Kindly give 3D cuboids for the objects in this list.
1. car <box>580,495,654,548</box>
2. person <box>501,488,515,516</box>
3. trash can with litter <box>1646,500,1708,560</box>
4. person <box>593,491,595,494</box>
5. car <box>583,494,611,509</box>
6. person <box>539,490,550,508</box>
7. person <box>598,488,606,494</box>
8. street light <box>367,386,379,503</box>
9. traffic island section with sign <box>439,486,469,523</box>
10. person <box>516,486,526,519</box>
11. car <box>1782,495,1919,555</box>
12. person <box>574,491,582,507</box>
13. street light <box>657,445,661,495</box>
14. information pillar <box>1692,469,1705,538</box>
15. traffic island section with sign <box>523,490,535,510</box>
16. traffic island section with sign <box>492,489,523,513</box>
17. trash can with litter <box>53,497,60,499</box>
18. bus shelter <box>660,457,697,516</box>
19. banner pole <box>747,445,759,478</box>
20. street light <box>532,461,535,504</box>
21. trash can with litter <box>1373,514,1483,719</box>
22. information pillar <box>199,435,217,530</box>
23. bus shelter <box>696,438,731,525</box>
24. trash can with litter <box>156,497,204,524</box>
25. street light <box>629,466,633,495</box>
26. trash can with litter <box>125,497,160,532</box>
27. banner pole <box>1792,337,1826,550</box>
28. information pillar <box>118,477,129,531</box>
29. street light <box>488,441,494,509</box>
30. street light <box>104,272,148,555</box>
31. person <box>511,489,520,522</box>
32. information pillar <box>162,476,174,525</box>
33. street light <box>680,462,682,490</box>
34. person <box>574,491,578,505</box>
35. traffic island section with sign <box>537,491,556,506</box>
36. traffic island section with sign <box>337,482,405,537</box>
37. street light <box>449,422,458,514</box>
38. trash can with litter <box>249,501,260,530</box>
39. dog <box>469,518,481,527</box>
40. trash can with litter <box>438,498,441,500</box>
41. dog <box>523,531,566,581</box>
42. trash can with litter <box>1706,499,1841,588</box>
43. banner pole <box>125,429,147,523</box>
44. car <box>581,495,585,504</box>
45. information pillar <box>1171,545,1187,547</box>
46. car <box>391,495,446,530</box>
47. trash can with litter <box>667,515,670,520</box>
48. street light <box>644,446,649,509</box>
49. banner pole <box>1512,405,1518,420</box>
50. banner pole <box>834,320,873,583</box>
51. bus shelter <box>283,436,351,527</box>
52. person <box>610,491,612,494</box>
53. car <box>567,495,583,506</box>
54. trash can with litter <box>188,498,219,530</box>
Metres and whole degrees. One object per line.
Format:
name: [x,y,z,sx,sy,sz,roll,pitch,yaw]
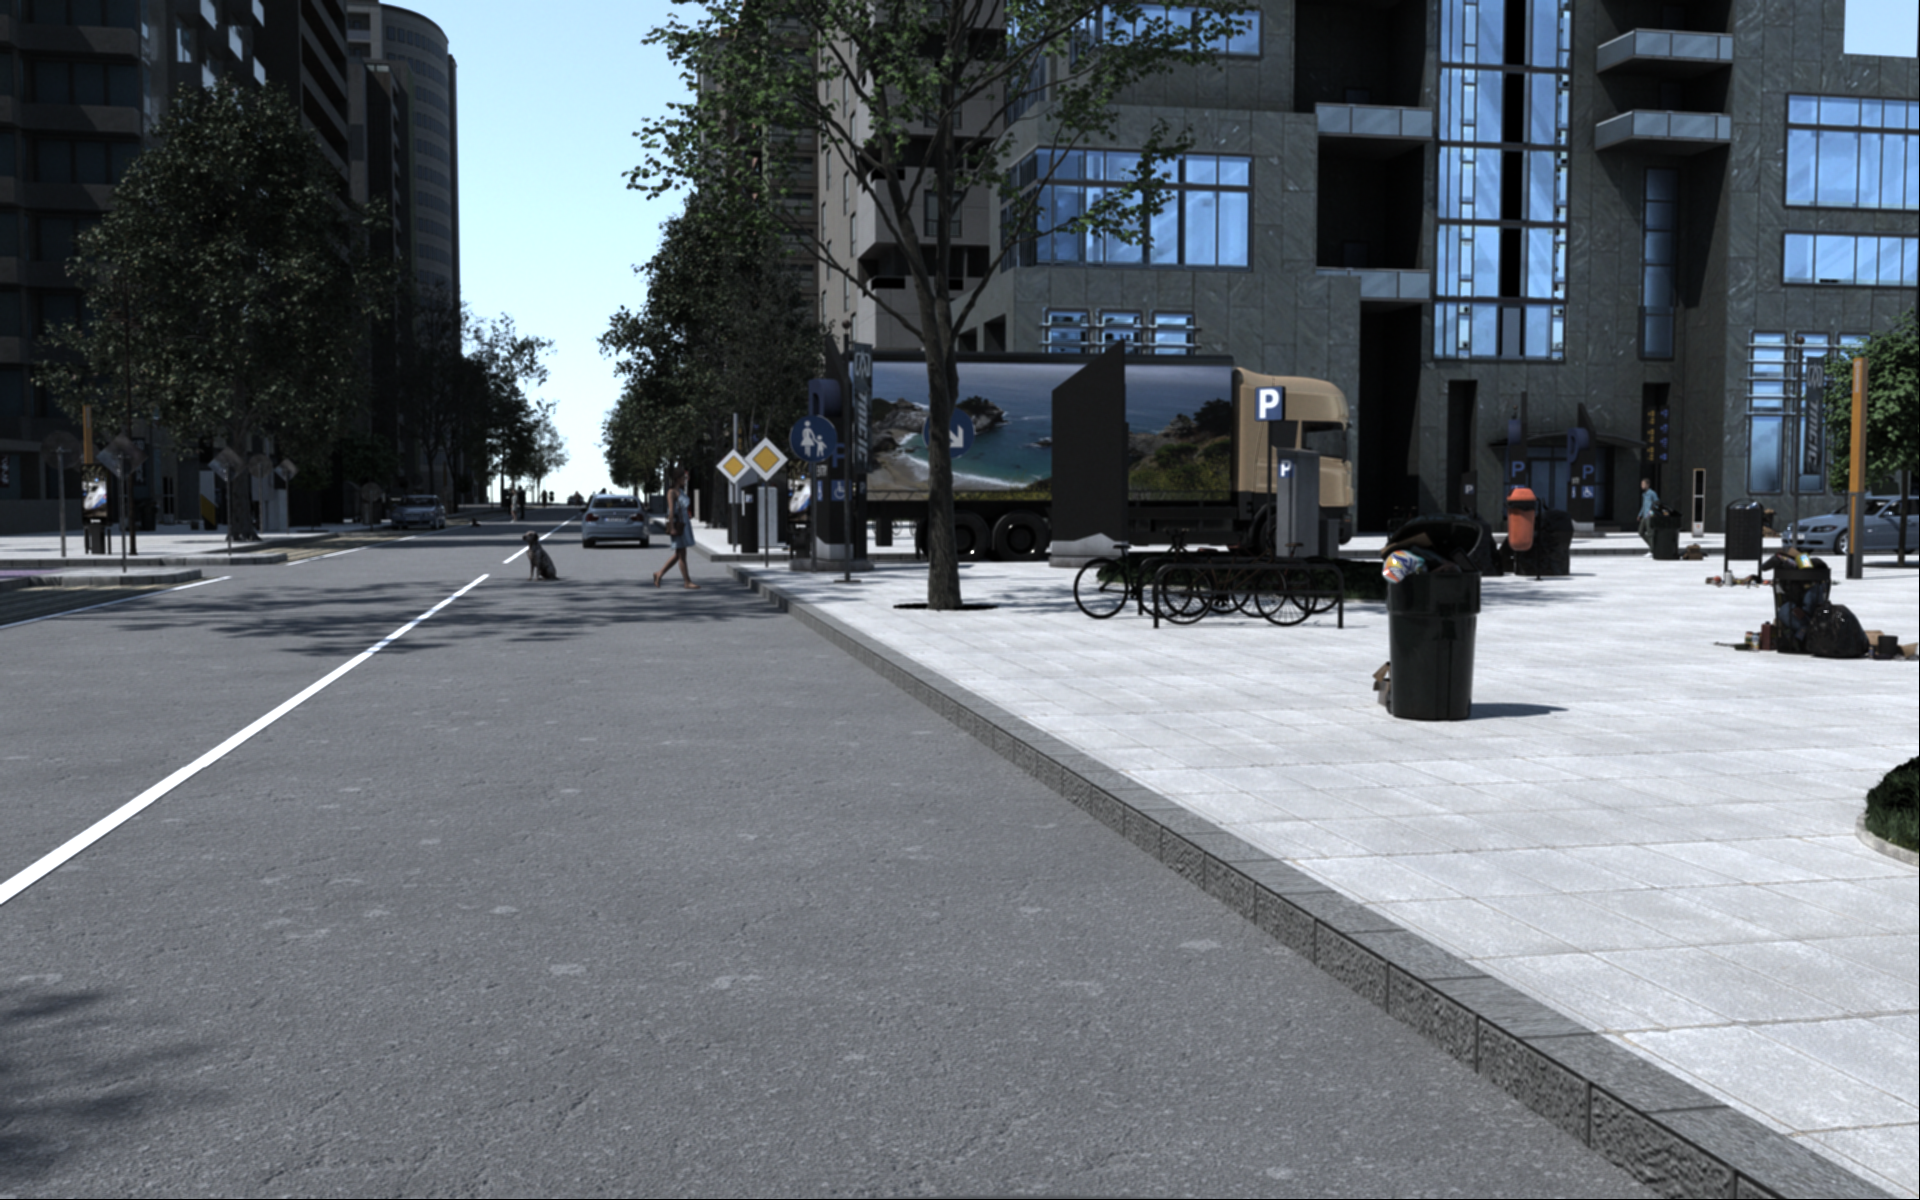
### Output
car: [-9.370,-2.157,47.266,2.014,1.417,4.499,-1,4,-10]
person: [-29.556,-6.460,114.127,1.348,1.823,0.705,-2,4,-24]
trash can with litter: [13.950,-1.364,33.694,1.055,1.170,0.624,0,4,-1]
person: [-46.674,-12.995,221.047,0.705,1.814,1.350,2,4,32]
car: [-19.599,-5.167,94.704,2.015,1.641,3.980,-1,4,-13]
person: [-44.106,-10.747,183.844,1.348,1.869,0.705,1,4,20]
person: [-21.121,-5.712,102.150,0.793,1.790,0.793,2,4,27]
street light: [-24.741,-6.128,72.983,0.468,5.910,1.993,-1,4,-11]
traffic island section with sign: [-25.153,-4.668,84.944,1.989,1.847,2.006,-1,4,-11]
person: [-24.960,-5.534,98.337,0.474,1.900,0.648,0,4,0]
car: [21.488,-1.737,40.408,4.499,1.417,2.014,-1,4,-11]
person: [-43.481,-11.506,197.182,0.990,1.755,0.434,-2,4,-26]
street light: [-19.772,-8.602,113.433,0.468,5.910,1.993,-1,4,-11]
information pillar: [21.758,-2.847,51.034,0.304,2.012,0.304,1,4,18]
traffic island section with sign: [-40.305,-9.247,159.809,1.989,1.847,2.006,-1,4,-11]
traffic island section with sign: [-34.951,-7.629,133.366,1.989,1.847,2.006,-1,4,-11]
trash can with litter: [-37.721,-3.735,72.459,0.624,1.170,1.055,-1,4,-13]
bus shelter: [-15.882,-6.359,97.889,2.014,3.302,5.546,-1,4,-11]
banner pole: [-9.383,-5.395,78.227,0.863,3.779,0.401,2,4,24]
street light: [-56.336,-15.661,228.841,0.468,5.910,1.993,-1,4,-11]
trash can with litter: [2.655,0.074,10.174,0.624,1.170,1.055,0,4,-2]
information pillar: [-26.577,-4.270,61.164,0.504,3.616,0.183,0,4,-1]
bus shelter: [-10.754,-5.159,75.625,1.731,3.624,6.357,-1,4,-11]
trash can with litter: [-33.488,-3.849,73.995,2.233,1.210,1.678,0,4,4]
street light: [-51.147,-18.053,267.952,0.468,5.910,1.993,-1,4,-11]
trash can with litter: [-28.063,-2.939,59.432,0.624,1.170,1.055,2,4,35]
banner pole: [13.566,-2.308,27.756,0.863,3.779,0.401,-2,4,-29]
information pillar: [-29.041,-3.402,60.120,0.304,2.012,0.304,-2,4,-27]
street light: [-40.022,-10.714,147.956,0.468,5.910,1.993,-1,4,-11]
street light: [-17.368,-3.879,36.205,0.468,5.910,1.993,-1,4,-11]
person: [-22.678,-4.812,88.185,0.522,1.701,0.512,-2,4,-27]
information pillar: [-32.655,-4.095,71.440,0.304,2.012,0.304,1,4,11]
street light: [-12.072,-6.237,74.767,0.468,5.910,1.993,-1,4,-11]
person: [-48.283,-12.811,217.941,1.348,1.826,0.705,1,4,19]
traffic island section with sign: [-51.467,-12.616,214.906,1.989,1.847,2.006,-1,4,-11]
traffic island section with sign: [-19.660,-3.011,57.865,1.989,1.847,2.006,-1,4,-11]
street light: [-32.556,-8.481,111.451,0.468,5.910,1.993,-1,4,-11]
trash can with litter: [-24.483,-3.052,61.282,1.055,1.170,0.624,0,4,-3]
dog: [-21.210,-3.390,75.623,0.550,0.427,0.748,0,4,-5]
trash can with litter: [-32.281,-5.887,107.644,1.055,1.170,0.624,1,4,12]
dog: [-6.834,-0.728,28.742,0.800,0.831,0.513,-1,4,-13]
trash can with litter: [11.524,-0.823,24.508,2.233,1.210,1.678,0,4,-4]
banner pole: [-31.924,-4.710,67.023,0.863,3.779,0.401,-2,4,-27]
car: [-54.104,-14.219,245.065,1.945,1.354,3.894,-1,4,-12]
information pillar: [5.268,-3.104,42.109,0.504,3.616,0.183,2,4,30]
car: [-21.912,-3.559,70.198,2.014,1.417,4.499,-1,4,-10]
trash can with litter: [-13.938,-4.518,85.262,0.624,1.170,1.055,2,4,26]
street light: [-27.142,-10.836,149.957,0.468,5.910,1.993,-1,4,-11]
banner pole: [15.541,-3.588,48.673,0.401,3.779,0.863,2,4,26]
banner pole: [-1.506,-2.153,25.217,0.401,3.779,0.863,2,4,33]
bus shelter: [-26.078,-4.842,70.451,1.731,3.624,6.357,-1,4,-12]
person: [-32.666,-9.300,161.354,0.742,1.727,0.445,-3,5,-42]
car: [-47.339,-12.251,212.880,1.945,1.354,3.894,-1,4,-11]
trash can with litter: [-27.264,-3.120,62.397,1.055,1.170,0.624,-1,4,-22]
